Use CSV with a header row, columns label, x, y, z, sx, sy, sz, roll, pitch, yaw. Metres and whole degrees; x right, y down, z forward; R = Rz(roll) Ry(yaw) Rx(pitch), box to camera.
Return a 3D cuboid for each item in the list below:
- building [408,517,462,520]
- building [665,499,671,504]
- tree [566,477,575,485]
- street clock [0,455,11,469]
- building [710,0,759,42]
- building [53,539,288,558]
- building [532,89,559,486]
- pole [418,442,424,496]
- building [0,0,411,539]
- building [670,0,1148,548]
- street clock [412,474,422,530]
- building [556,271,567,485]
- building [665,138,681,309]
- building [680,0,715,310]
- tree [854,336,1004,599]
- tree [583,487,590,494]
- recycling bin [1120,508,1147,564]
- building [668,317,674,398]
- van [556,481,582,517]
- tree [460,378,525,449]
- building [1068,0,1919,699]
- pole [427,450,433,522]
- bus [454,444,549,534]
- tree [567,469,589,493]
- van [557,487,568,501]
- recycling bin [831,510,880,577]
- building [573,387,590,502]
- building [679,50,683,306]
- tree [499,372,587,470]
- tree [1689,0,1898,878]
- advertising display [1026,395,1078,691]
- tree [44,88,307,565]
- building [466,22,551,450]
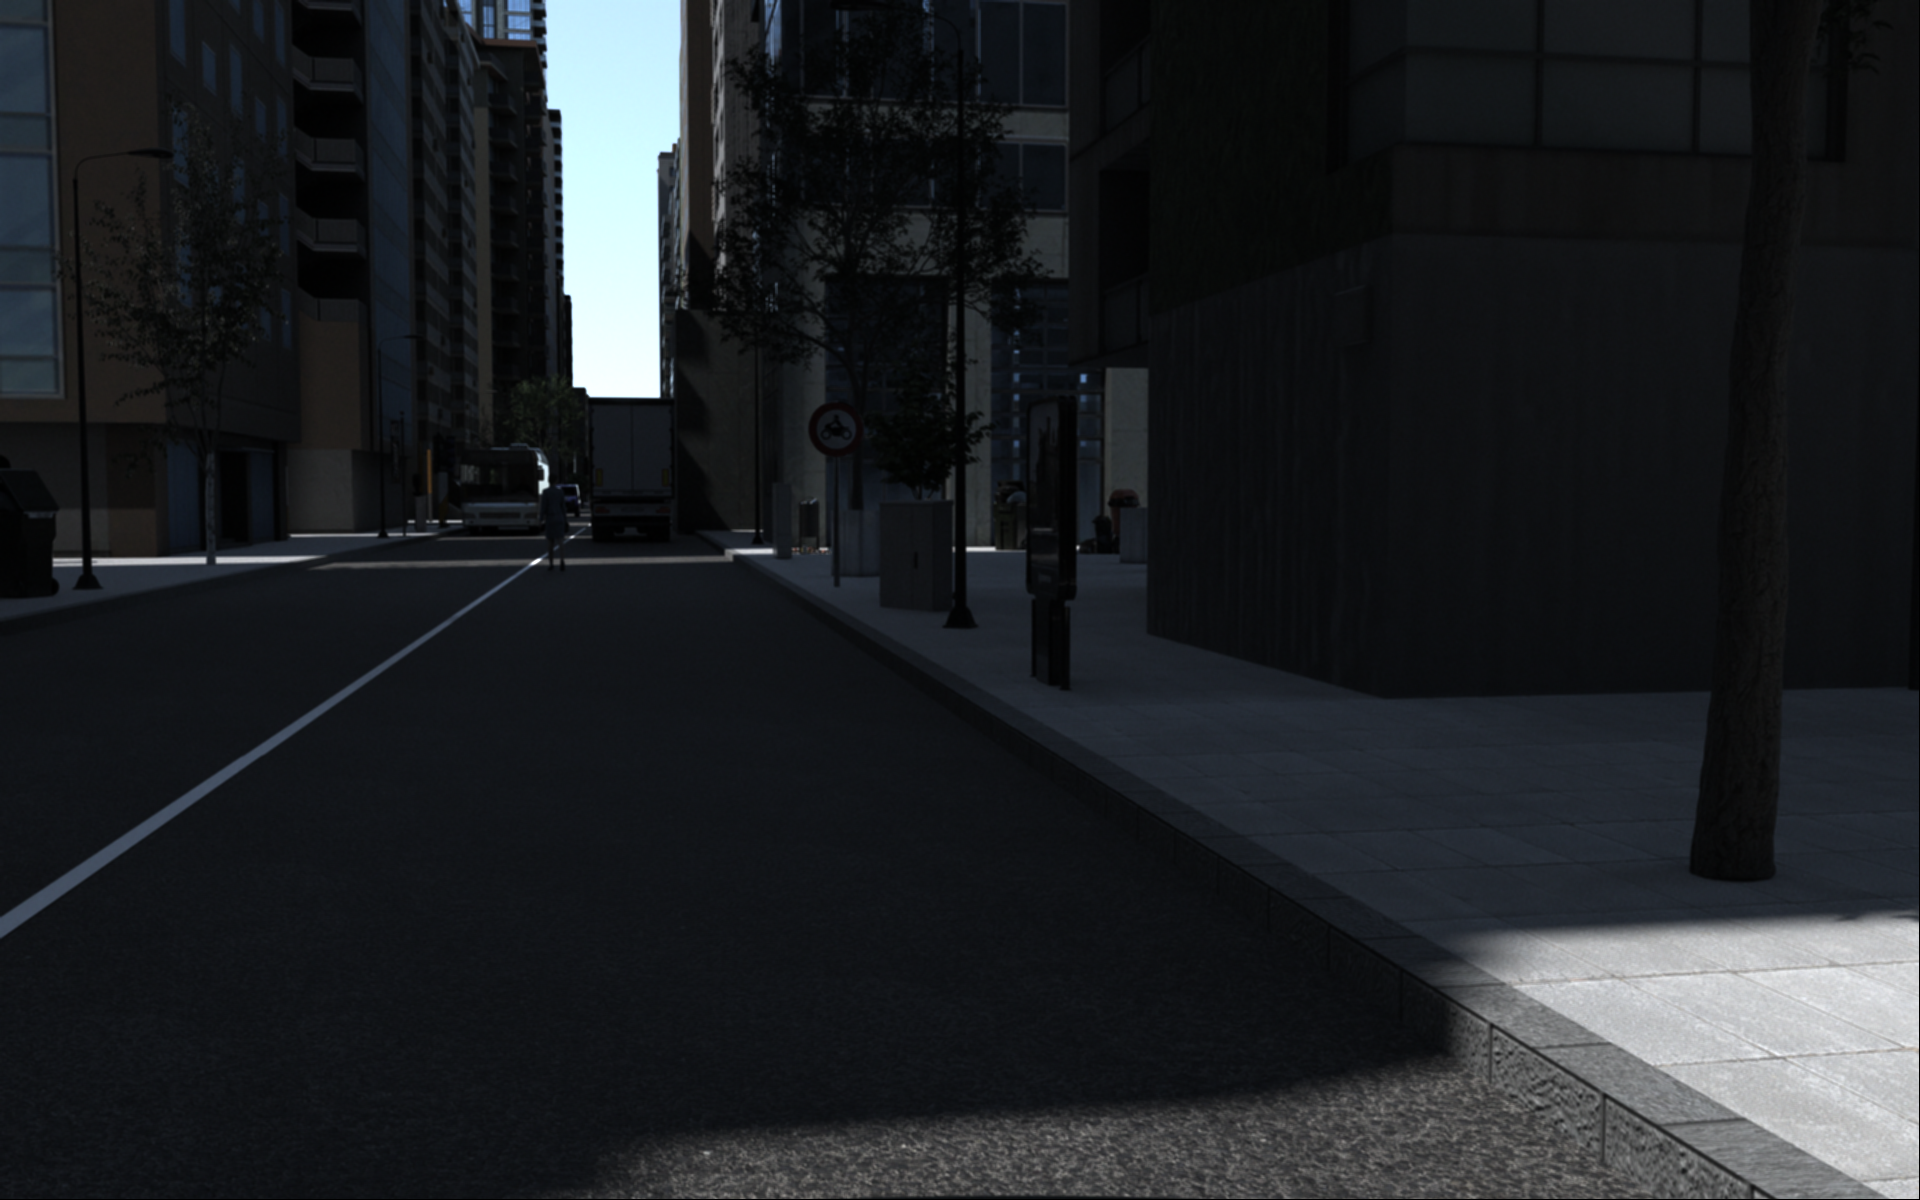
label,x,y,z,sx,sy,sz,roll,pitch,yaw
building,-39.855,-24.308,89.313,32.217,40.220,23.993,-1,4,-11
building,-7.984,-27.466,140.946,32.217,40.220,23.993,-1,4,-11
tree,-44.795,-12.518,199.274,1.663,3.219,1.824,0,3,0
street clock,-17.477,-1.641,31.408,0.471,2.002,0.358,-3,5,-41
building,-5.297,-24.746,88.190,14.086,41.232,14.154,-1,4,-11
building,-23.845,-23.777,38.864,14.600,45.320,14.200,-1,4,-11
building,-51.105,-32.729,185.229,14.600,45.320,14.200,-1,4,-11
pole,-21.154,-4.533,67.955,0.158,3.312,0.155,0,3,0
building,-27.284,-25.051,59.691,14.200,45.320,14.600,-1,4,-11
building,1.985,-45.421,55.303,22.319,86.520,31.000,-1,4,-11
street clock,-19.507,-3.528,62.247,0.358,2.002,0.471,0,4,-8
building,-56.646,-27.065,214.209,14.160,30.474,14.107,-1,4,-11
building,-23.627,-36.348,213.899,23.786,49.044,30.456,-1,4,-11
building,-10.363,-28.074,109.117,14.600,45.320,14.200,-1,4,-11
tree,-0.569,-1.640,21.417,1.663,3.219,1.824,0,3,0
tree,-57.226,-16.535,264.943,1.663,3.219,1.824,0,3,0
recycling bin,3.458,-1.202,32.211,0.722,1.027,0.722,-2,4,-34
building,-16.915,-20.828,185.584,27.650,21.520,28.899,-1,4,-11
van,-24.993,-6.420,109.345,2.240,2.365,5.245,-1,4,-11
tree,-29.210,-9.731,109.464,4.360,8.622,3.978,0,3,0
building,8.297,-20.427,17.579,14.154,41.232,14.086,-1,4,-11
pole,-24.267,-5.226,79.290,0.158,3.312,0.155,0,3,0
bus,-16.786,-4.252,64.387,2.948,3.499,13.247,-1,4,-12
tree,-49.820,-14.817,225.968,4.285,4.588,4.351,0,3,0
van,-22.520,-5.375,94.900,2.013,2.044,4.112,-1,4,-12
recycling bin,-1.540,-0.896,27.201,0.722,1.027,0.722,3,5,44
building,-76.774,-27.328,291.848,27.650,21.520,28.899,-1,4,-11
building,-19.106,-29.290,162.486,14.154,41.232,14.086,-1,4,-11
tree,-35.618,-13.549,147.273,9.928,11.665,9.643,0,3,0
tree,2.956,-4.351,5.543,7.601,10.594,8.767,0,4,-5
advertising display,0.611,-0.397,11.709,0.123,1.923,0.974,-1,4,-11
tree,-13.776,-4.948,31.269,4.360,8.622,3.978,0,3,0
building,-50.466,-31.124,163.498,22.147,44.769,28.867,-1,4,-11
